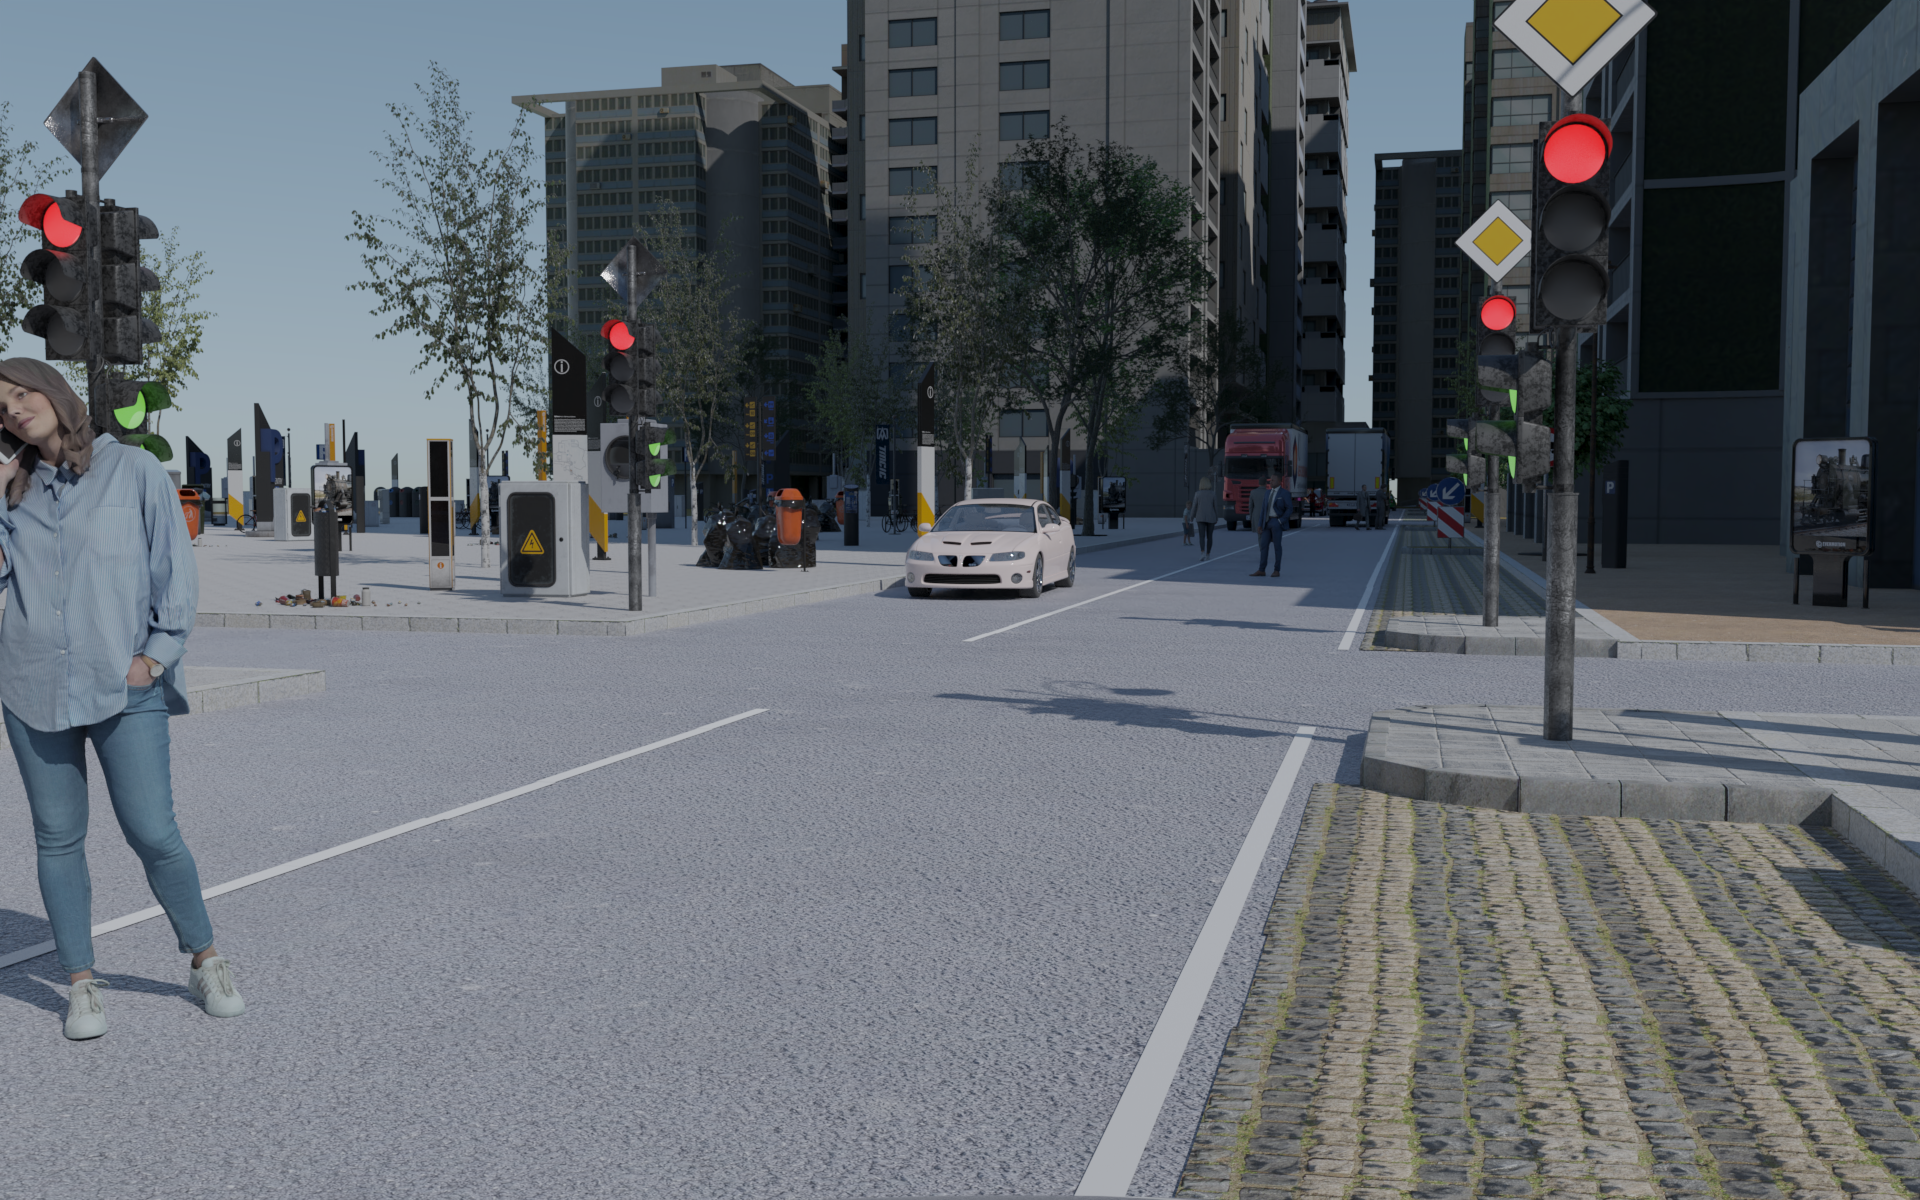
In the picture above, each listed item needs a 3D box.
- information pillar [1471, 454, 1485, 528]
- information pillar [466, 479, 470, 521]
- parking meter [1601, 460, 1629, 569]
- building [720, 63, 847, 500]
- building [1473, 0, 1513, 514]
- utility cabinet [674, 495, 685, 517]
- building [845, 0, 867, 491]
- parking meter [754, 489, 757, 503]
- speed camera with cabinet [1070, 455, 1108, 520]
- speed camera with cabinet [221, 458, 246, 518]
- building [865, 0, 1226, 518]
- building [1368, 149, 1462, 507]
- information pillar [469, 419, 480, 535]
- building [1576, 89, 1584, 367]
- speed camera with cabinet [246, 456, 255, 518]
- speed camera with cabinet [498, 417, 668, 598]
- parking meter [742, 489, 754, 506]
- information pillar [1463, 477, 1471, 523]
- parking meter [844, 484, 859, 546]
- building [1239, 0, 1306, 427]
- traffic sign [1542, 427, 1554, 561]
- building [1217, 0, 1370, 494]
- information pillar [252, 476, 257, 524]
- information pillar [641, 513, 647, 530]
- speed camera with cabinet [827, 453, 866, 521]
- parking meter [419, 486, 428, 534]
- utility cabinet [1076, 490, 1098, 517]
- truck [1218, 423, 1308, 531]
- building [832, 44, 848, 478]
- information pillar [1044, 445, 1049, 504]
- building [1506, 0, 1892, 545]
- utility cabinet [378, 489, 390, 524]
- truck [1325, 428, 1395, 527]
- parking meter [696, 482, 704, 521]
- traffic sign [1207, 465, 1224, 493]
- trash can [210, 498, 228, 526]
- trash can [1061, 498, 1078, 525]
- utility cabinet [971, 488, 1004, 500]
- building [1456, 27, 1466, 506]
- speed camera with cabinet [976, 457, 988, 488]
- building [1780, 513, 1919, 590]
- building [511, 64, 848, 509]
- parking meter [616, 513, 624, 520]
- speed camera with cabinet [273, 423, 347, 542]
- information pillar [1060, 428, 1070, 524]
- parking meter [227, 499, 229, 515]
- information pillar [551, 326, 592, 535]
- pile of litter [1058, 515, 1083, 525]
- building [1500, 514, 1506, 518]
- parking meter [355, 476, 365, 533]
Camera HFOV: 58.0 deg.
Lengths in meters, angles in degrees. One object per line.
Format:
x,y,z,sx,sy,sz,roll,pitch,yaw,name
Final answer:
19.578,-4.530,65.415,0.504,3.616,0.183,0,4,1,information pillar
-23.158,-4.733,81.880,0.304,2.012,0.304,0,4,-4,information pillar
11.318,-1.482,29.944,0.255,1.863,0.399,-2,4,-24,parking meter
-21.445,-35.194,199.119,21.600,48.544,21.300,1,4,15,building
48.014,-27.832,138.653,14.154,41.232,14.086,1,4,15,building
-15.878,-5.250,97.003,1.020,1.237,0.306,2,4,32,utility cabinet
8.431,-32.987,128.570,28.713,52.752,27.495,1,4,15,building
-10.447,-4.833,87.437,0.372,1.533,0.369,0,3,0,parking meter
6.389,-5.677,87.154,2.038,3.252,0.660,-1,4,-9,speed camera with cabinet
-39.043,-6.107,94.191,2.038,3.252,0.660,0,3,0,speed camera with cabinet
7.138,-40.690,103.537,20.563,71.187,20.611,1,4,15,building
56.135,-30.153,184.880,23.993,40.220,32.217,1,4,15,building
-15.107,-3.823,53.867,0.183,3.616,0.504,-3,5,-44,information pillar
32.291,-18.282,70.615,14.160,30.474,14.107,1,4,15,building
-36.116,-5.848,89.953,2.038,3.252,0.660,3,5,39,speed camera with cabinet
-4.702,-1.666,21.576,2.038,3.252,0.660,1,4,12,speed camera with cabinet
-10.210,-4.532,82.501,0.372,1.533,0.369,0,3,0,parking meter
22.365,-4.399,76.413,0.304,2.012,0.304,0,4,3,information pillar
-2.695,-2.113,42.951,0.372,1.533,0.369,0,3,0,parking meter
16.952,-37.697,158.338,28.212,58.520,21.231,1,4,15,building
11.142,-2.009,32.946,0.768,2.556,0.104,1,4,15,traffic sign
30.787,-36.701,189.304,27.495,52.752,28.713,1,4,15,building
-28.162,-3.976,69.506,0.304,2.012,0.304,2,4,32,information pillar
-11.377,-3.501,61.726,0.304,2.012,0.304,1,4,22,information pillar
-5.412,-5.502,84.289,2.038,3.252,0.660,1,4,11,speed camera with cabinet
-17.270,-2.908,55.956,0.372,1.533,0.369,0,3,0,parking meter
6.925,-5.238,94.325,1.173,1.500,0.318,1,4,20,utility cabinet
12.540,-5.012,70.855,2.839,4.237,11.283,1,4,16,truck
-3.209,-31.520,165.461,14.200,45.320,14.600,1,4,15,building
4.139,-5.600,82.921,0.183,3.616,0.504,-1,4,-17,information pillar
26.048,-37.100,44.839,20.563,71.187,20.611,1,4,15,building
-24.790,-4.023,74.457,0.318,1.500,1.173,-2,4,-27,utility cabinet
18.296,-5.516,79.101,2.839,4.237,11.283,1,4,16,truck
-12.409,-4.691,82.409,0.255,1.863,0.399,2,4,33,parking meter
11.251,-4.660,76.304,0.768,2.556,0.104,1,4,20,traffic sign
-29.928,-3.566,69.952,0.748,1.137,0.748,0,3,0,trash can
4.297,-3.467,68.338,0.748,1.137,0.748,0,3,0,trash can
1.000,-3.323,63.016,1.173,1.500,0.318,-1,4,-15,utility cabinet
51.241,-28.670,152.342,14.154,41.232,14.086,1,4,15,building
1.179,-6.059,93.395,0.660,3.252,2.038,0,4,1,speed camera with cabinet
28.076,-43.266,20.077,31.000,86.520,22.319,1,4,15,building
-23.594,-28.821,163.104,23.993,40.220,32.217,1,4,15,building
-16.632,-4.660,84.596,0.372,1.533,0.369,0,3,0,parking meter
-17.850,-3.260,47.636,0.660,3.252,2.038,2,4,32,speed camera with cabinet
3.741,-4.286,61.438,0.183,3.616,0.504,3,5,43,information pillar
-45.489,-6.245,107.810,0.255,1.863,0.399,-2,4,-23,parking meter
-5.488,-2.016,24.319,0.504,3.616,0.183,-1,4,-11,information pillar
4.689,-3.554,72.067,1.719,0.858,1.176,-2,4,-32,pile of litter
37.172,-25.368,98.366,14.154,41.232,14.086,1,4,15,building
-19.727,-3.136,56.983,0.255,1.863,0.399,-1,4,-16,parking meter
